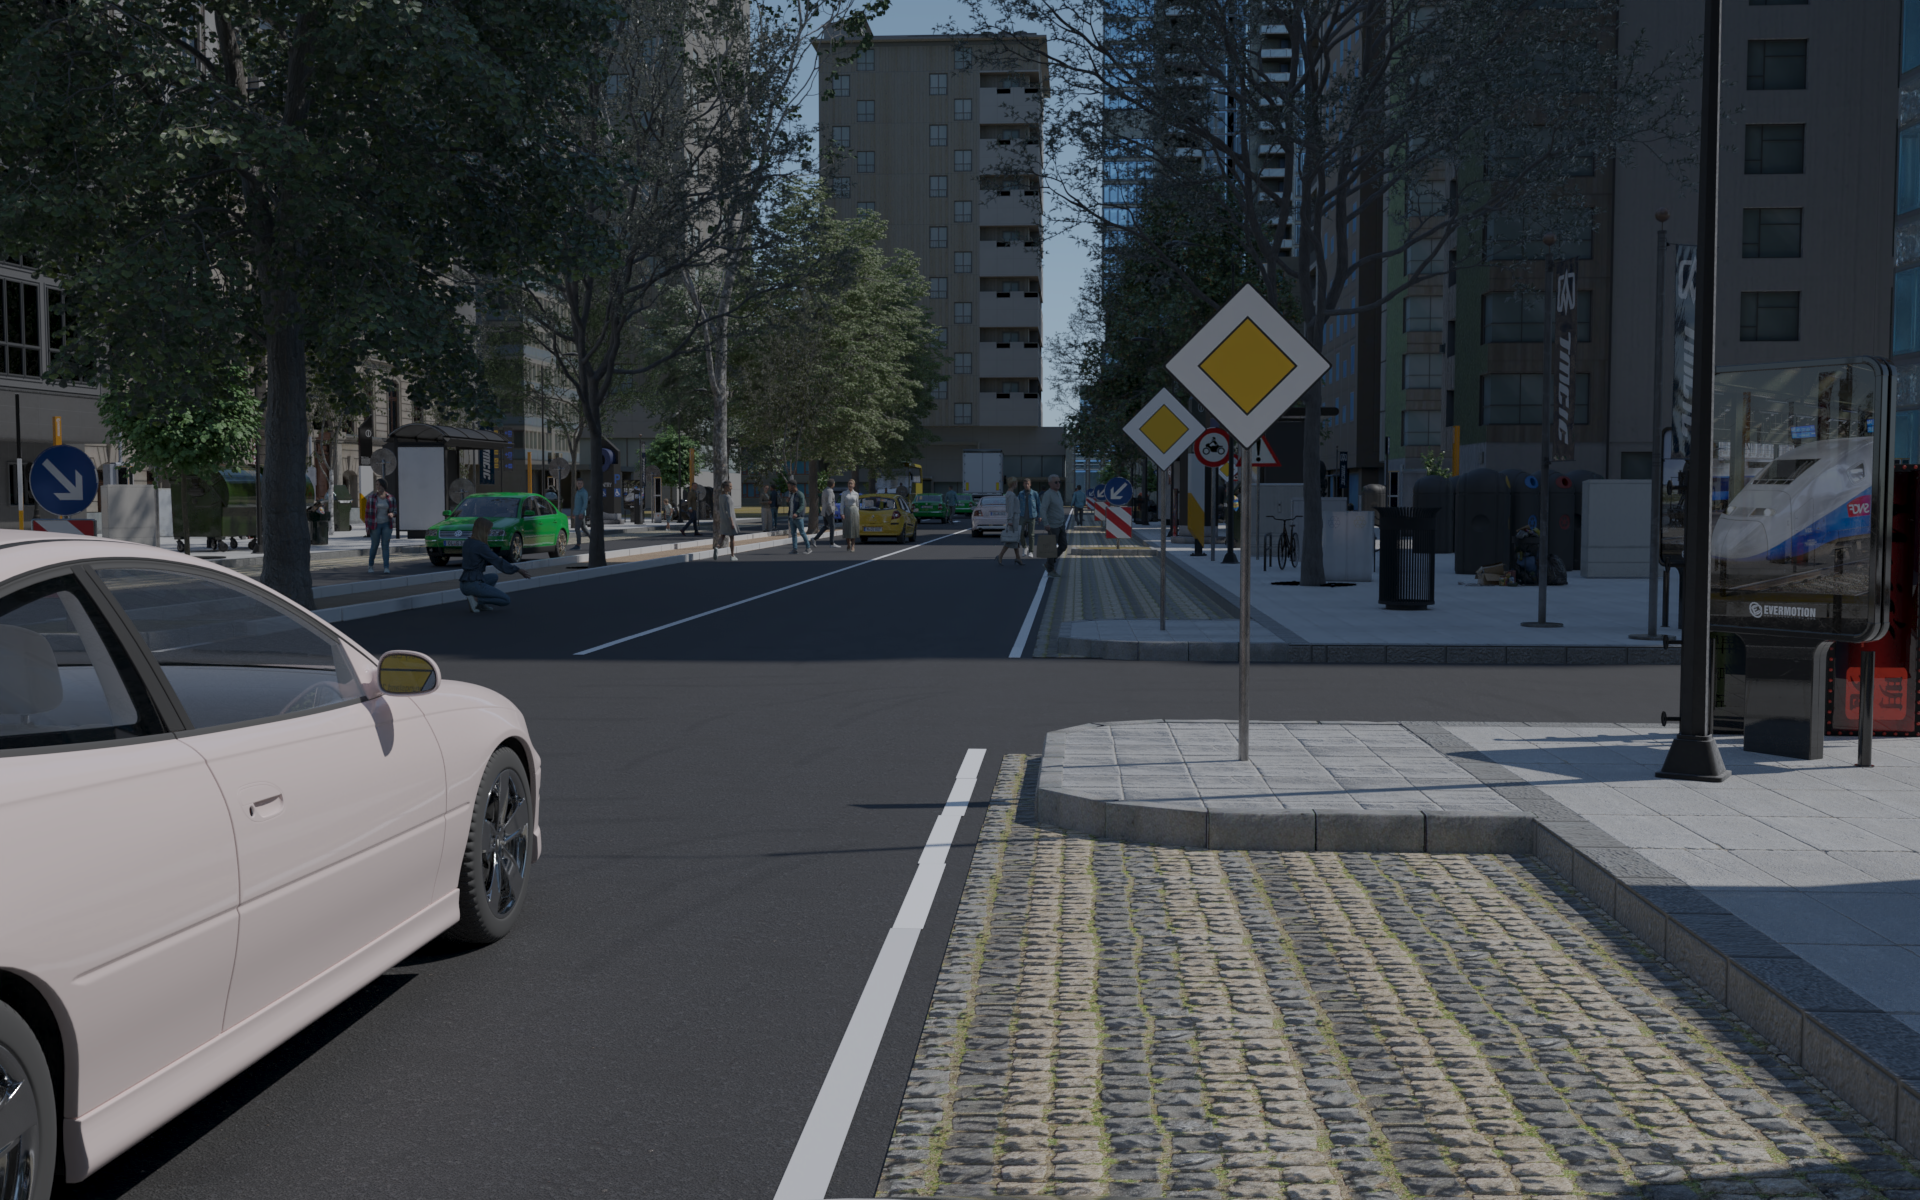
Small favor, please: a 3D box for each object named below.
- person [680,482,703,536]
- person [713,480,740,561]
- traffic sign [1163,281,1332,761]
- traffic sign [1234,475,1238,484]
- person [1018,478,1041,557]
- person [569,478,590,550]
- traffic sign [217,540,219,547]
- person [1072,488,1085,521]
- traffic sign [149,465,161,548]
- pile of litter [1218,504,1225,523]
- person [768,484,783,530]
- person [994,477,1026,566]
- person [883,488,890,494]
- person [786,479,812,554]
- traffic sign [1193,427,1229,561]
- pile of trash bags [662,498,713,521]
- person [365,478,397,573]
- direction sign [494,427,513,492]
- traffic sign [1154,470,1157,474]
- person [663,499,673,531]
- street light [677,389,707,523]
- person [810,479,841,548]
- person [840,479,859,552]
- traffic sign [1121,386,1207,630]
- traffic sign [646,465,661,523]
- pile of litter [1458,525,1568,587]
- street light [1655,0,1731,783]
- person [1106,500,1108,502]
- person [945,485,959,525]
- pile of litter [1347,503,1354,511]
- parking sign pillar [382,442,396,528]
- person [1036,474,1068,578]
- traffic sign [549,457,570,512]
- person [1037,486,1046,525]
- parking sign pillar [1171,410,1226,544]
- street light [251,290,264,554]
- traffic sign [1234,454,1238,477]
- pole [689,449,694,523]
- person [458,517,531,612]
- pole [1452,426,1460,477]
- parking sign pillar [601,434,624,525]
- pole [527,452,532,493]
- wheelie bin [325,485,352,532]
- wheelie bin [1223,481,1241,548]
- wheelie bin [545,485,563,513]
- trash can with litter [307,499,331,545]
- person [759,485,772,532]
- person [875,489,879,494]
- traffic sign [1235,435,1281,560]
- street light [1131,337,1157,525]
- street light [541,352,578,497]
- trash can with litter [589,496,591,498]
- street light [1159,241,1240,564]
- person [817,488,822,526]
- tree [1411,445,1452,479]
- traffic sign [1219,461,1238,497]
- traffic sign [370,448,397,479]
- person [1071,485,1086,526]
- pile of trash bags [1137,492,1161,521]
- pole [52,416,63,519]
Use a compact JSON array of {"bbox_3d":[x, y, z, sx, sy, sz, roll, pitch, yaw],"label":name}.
[{"bbox_3d":[-9.236,-3.132,59.624,0.836,1.842,0.656,-2,4,-25],"label":"person"},{"bbox_3d":[-5.011,-1.706,37.145,0.466,1.731,0.760,1,4,22],"label":"person"},{"bbox_3d":[1.362,-0.284,8.280,0.795,2.450,0.064,0,4,4],"label":"traffic sign"},{"bbox_3d":[11.246,-4.317,70.587,0.884,2.594,0.081,1,4,10],"label":"traffic sign"},{"bbox_3d":[1.542,-1.863,39.305,0.601,1.785,0.444,1,4,14],"label":"person"},{"bbox_3d":[-9.660,-2.207,44.440,0.748,1.841,0.638,-1,4,-18],"label":"person"},{"bbox_3d":[-17.966,-2.558,41.927,0.768,2.556,0.104,0,4,5],"label":"traffic sign"},{"bbox_3d":[6.402,-5.144,93.054,0.683,1.767,0.568,-2,4,-32],"label":"person"},{"bbox_3d":[-16.955,-2.229,36.548,0.768,2.556,0.104,1,4,13],"label":"traffic sign"},{"bbox_3d":[11.538,-3.819,76.404,1.719,0.858,1.176,1,4,16],"label":"pile of litter"},{"bbox_3d":[-7.486,-3.707,69.101,0.794,1.824,0.713,-1,4,-16],"label":"person"},{"bbox_3d":[1.008,-1.584,34.746,0.624,1.780,0.694,0,4,6],"label":"person"},{"bbox_3d":[-4.639,-6.124,108.612,1.348,1.826,0.705,0,4,2],"label":"person"},{"bbox_3d":[-3.904,-1.986,41.318,0.623,1.781,0.721,3,4,38],"label":"person"},{"bbox_3d":[4.838,-2.015,33.057,0.768,2.556,0.104,1,4,12],"label":"traffic sign"},{"bbox_3d":[-12.902,-4.608,85.101,1.912,1.369,3.447,3,4,38],"label":"pile of trash bags"},{"bbox_3d":[-10.498,-1.350,31.407,0.563,1.720,0.643,-2,4,-25],"label":"person"},{"bbox_3d":[-15.506,-4.074,58.603,0.379,3.537,0.876,3,5,42],"label":"direction sign"},{"bbox_3d":[10.299,-5.508,90.163,0.768,2.556,0.104,1,4,12],"label":"traffic sign"},{"bbox_3d":[-11.286,-3.289,66.956,0.352,1.250,0.332,-1,4,-9],"label":"person"},{"bbox_3d":[-11.837,-6.352,76.403,1.470,5.913,1.316,0,4,4],"label":"street light"},{"bbox_3d":[-3.582,-2.315,46.202,0.795,1.843,0.661,-1,4,-20],"label":"person"},{"bbox_3d":[-2.729,-2.096,42.991,0.478,1.798,0.641,0,4,-1],"label":"person"},{"bbox_3d":[1.906,-0.771,16.246,0.795,2.450,0.064,0,4,4],"label":"traffic sign"},{"bbox_3d":[-13.627,-4.682,76.656,0.768,2.556,0.104,1,4,10],"label":"traffic sign"},{"bbox_3d":[7.835,-0.644,24.487,1.719,0.858,1.176,0,4,-3],"label":"pile of litter"},{"bbox_3d":[2.794,-2.153,7.739,1.470,5.913,1.316,0,4,4],"label":"street light"},{"bbox_3d":[14.482,-9.679,170.009,1.065,1.426,0.557,-3,5,-41],"label":"person"},{"bbox_3d":[-0.440,-4.478,81.581,0.638,1.841,0.748,2,4,33],"label":"person"},{"bbox_3d":[18.986,-4.376,85.512,1.719,0.858,1.176,-3,5,-42],"label":"pile of litter"},{"bbox_3d":[-21.192,-4.720,65.640,1.447,3.967,1.447,-1,4,-17],"label":"parking sign pillar"},{"bbox_3d":[1.538,-1.264,29.646,0.515,1.767,0.782,2,4,29],"label":"person"},{"bbox_3d":[-13.891,-3.664,60.018,0.768,2.556,0.104,1,4,9],"label":"traffic sign"},{"bbox_3d":[3.802,-4.356,79.708,0.713,1.824,0.794,-2,4,-35],"label":"person"},{"bbox_3d":[6.210,-3.457,44.988,1.447,3.967,1.447,-1,4,-23],"label":"parking sign pillar"},{"bbox_3d":[-14.545,-3.948,37.092,1.470,5.913,1.316,0,4,4],"label":"street light"},{"bbox_3d":[8.335,-3.270,53.567,0.768,2.556,0.104,0,4,5],"label":"traffic sign"},{"bbox_3d":[-12.002,-5.122,77.587,0.158,3.312,0.155,0,3,0],"label":"pole"},{"bbox_3d":[-5.835,-0.445,21.282,0.738,1.151,1.012,-3,5,-40],"label":"person"},{"bbox_3d":[14.842,-3.550,51.879,0.158,3.312,0.155,0,3,0],"label":"pole"},{"bbox_3d":[-14.971,-5.191,73.348,1.447,3.967,1.447,2,4,35],"label":"parking sign pillar"},{"bbox_3d":[-20.832,-5.506,83.874,0.158,3.312,0.155,0,3,0],"label":"pole"},{"bbox_3d":[-21.337,-3.148,59.381,0.693,1.594,0.980,2,4,29],"label":"wheelie bin"},{"bbox_3d":[6.655,-2.044,41.329,0.693,1.594,0.980,0,4,2],"label":"wheelie bin"},{"bbox_3d":[-14.996,-3.413,63.715,0.693,1.594,0.980,-2,4,-27],"label":"wheelie bin"},{"bbox_3d":[-16.292,-1.952,43.298,1.055,1.170,0.624,0,4,5],"label":"trash can with litter"},{"bbox_3d":[-6.812,-3.179,61.034,0.362,1.759,0.519,2,4,35],"label":"person"},{"bbox_3d":[-4.669,-5.330,96.582,0.436,1.711,0.756,1,4,22],"label":"person"},{"bbox_3d":[5.803,-2.062,33.711,0.884,2.594,0.081,1,4,12],"label":"traffic sign"},{"bbox_3d":[5.766,-4.823,51.393,1.470,5.913,1.316,0,4,4],"label":"street light"},{"bbox_3d":[-13.180,-5.162,56.940,1.470,5.913,1.316,0,4,4],"label":"street light"},{"bbox_3d":[-19.689,-4.926,91.600,1.678,1.210,2.233,1,4,14],"label":"trash can with litter"},{"bbox_3d":[4.457,-3.629,31.882,1.470,5.913,1.316,0,4,4],"label":"street light"},{"bbox_3d":[-6.381,-4.139,76.420,0.600,1.795,0.529,3,5,43],"label":"person"},{"bbox_3d":[18.590,-4.533,68.718,1.663,3.219,1.824,0,3,0],"label":"tree"},{"bbox_3d":[8.227,-3.193,53.388,0.795,2.450,0.064,1,4,10],"label":"traffic sign"},{"bbox_3d":[-16.018,-2.936,48.104,0.768,2.556,0.104,0,4,6],"label":"traffic sign"},{"bbox_3d":[4.987,-3.914,72.520,0.660,1.820,0.620,-2,4,-25],"label":"person"},{"bbox_3d":[9.441,-4.474,82.907,1.912,1.369,3.447,-2,4,-24],"label":"pile of trash bags"},{"bbox_3d":[-23.726,-3.165,45.585,0.158,3.312,0.155,0,3,0],"label":"pole"}]
